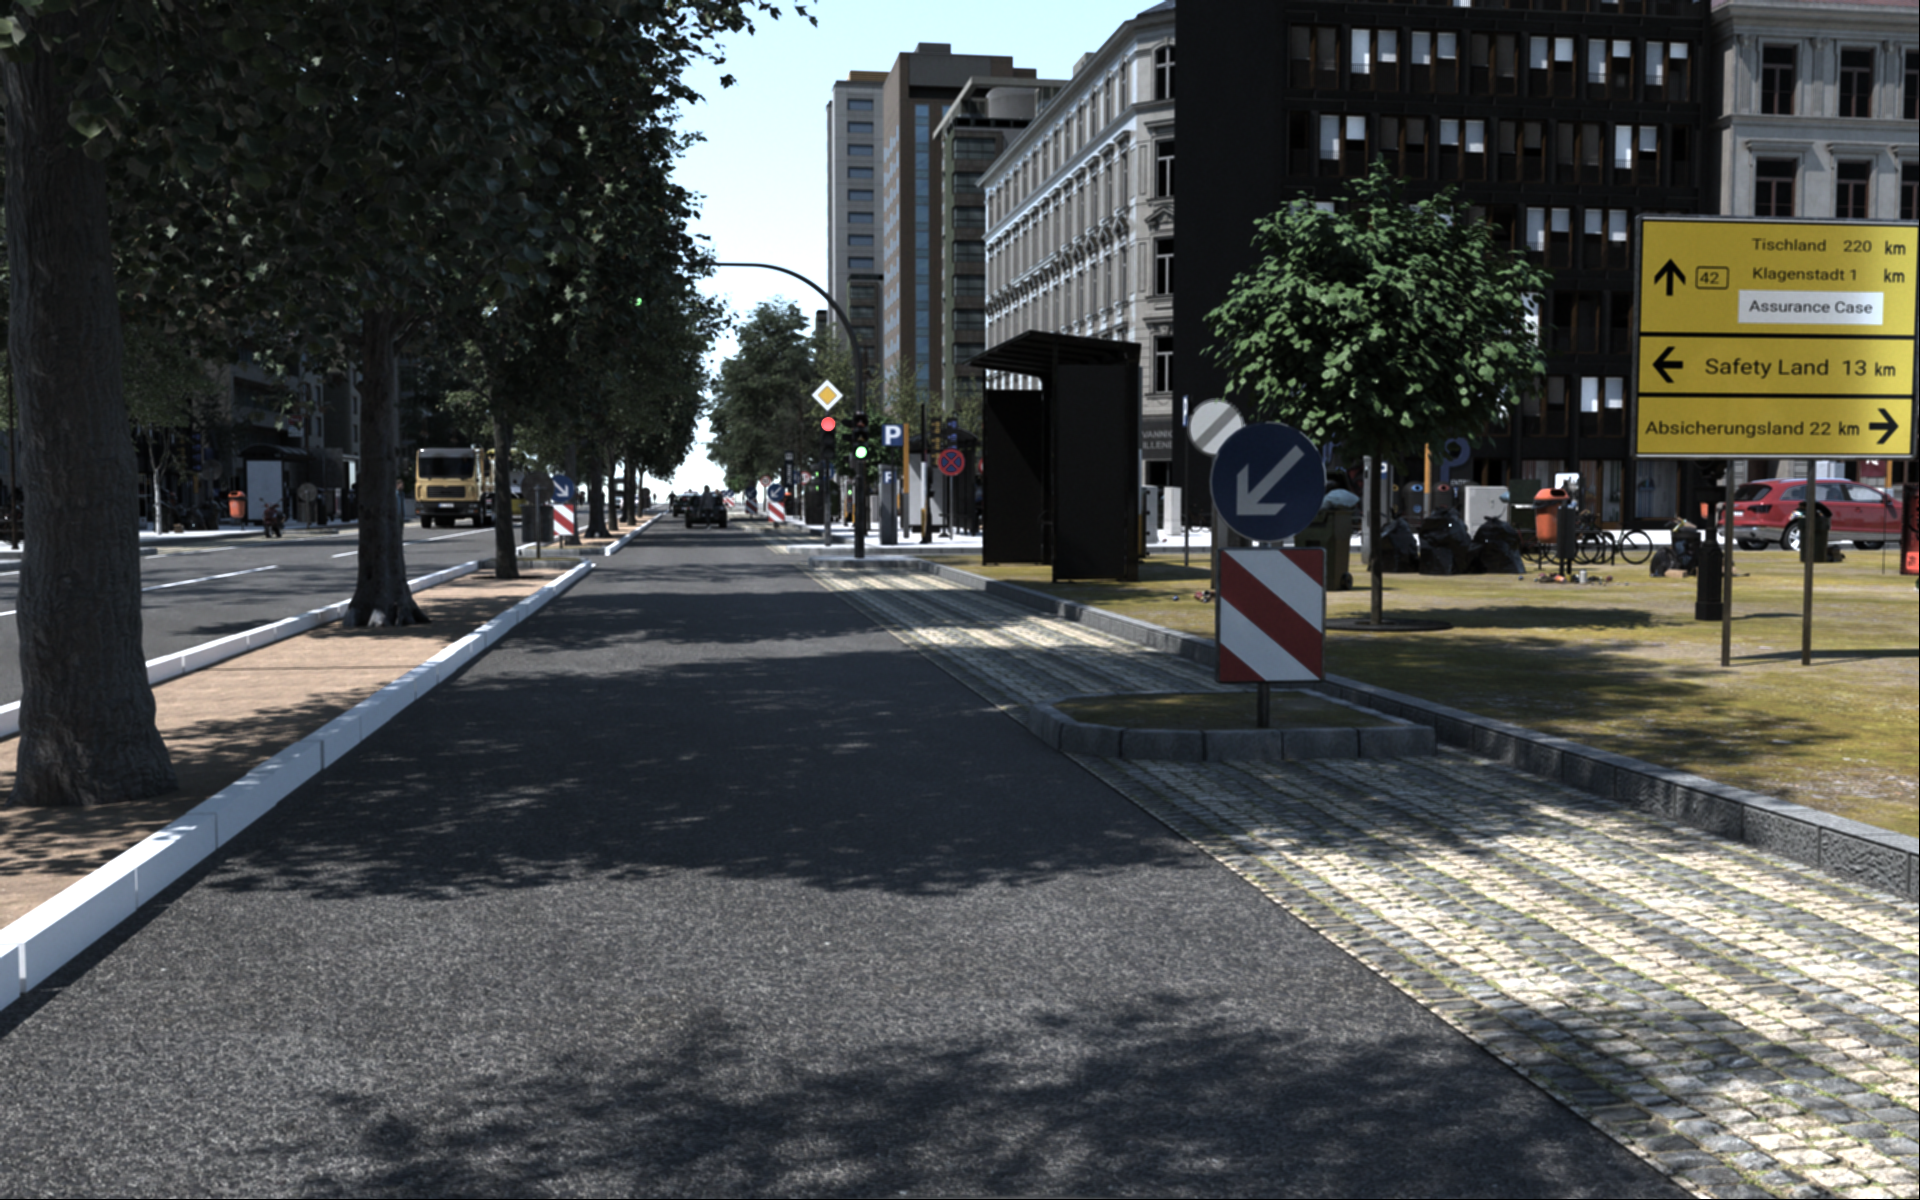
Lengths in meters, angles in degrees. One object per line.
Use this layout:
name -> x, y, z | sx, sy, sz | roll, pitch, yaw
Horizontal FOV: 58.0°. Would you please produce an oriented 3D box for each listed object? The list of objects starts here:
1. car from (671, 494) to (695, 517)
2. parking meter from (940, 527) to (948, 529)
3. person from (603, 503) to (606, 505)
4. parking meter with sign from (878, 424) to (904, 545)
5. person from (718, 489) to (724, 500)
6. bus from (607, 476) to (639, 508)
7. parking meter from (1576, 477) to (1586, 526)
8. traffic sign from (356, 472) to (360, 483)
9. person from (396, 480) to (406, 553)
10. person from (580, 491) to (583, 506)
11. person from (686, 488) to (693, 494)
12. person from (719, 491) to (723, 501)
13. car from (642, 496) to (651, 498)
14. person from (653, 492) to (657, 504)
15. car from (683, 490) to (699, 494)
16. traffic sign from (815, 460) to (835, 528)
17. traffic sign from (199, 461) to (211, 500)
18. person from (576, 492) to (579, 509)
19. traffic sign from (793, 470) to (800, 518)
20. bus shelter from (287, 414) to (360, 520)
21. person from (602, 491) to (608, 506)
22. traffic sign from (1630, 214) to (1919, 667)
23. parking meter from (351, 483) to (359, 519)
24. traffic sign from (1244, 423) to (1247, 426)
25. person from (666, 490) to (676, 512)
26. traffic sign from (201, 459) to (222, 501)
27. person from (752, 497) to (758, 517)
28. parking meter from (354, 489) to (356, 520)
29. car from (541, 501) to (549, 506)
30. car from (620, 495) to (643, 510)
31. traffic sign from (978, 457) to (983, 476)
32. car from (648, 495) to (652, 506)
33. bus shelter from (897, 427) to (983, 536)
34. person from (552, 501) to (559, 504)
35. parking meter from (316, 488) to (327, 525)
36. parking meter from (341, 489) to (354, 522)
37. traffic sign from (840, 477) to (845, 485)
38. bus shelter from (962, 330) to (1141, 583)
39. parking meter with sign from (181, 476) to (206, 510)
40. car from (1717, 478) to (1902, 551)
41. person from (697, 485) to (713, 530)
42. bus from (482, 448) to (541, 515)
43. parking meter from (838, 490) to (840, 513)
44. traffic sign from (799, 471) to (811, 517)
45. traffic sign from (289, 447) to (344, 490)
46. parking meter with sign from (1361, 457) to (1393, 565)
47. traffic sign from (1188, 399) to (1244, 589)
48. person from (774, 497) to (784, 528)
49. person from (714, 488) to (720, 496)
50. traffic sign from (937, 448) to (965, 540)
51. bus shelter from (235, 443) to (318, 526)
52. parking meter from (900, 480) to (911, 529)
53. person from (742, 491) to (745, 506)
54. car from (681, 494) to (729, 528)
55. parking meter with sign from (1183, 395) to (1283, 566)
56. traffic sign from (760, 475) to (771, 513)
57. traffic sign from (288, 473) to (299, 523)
car -> -17.196, -6.074, 109.103 | 2.009, 1.686, 4.222 | 0, 4, -8
parking meter -> -0.614, -3.596, 64.498 | 0.399, 1.863, 0.255 | -3, 5, -41
person -> -47.609, -13.639, 231.513 | 0.705, 1.822, 1.348 | 2, 4, 35
parking meter with sign -> -1.809, -2.925, 44.086 | 0.543, 3.016, 1.738 | -1, 4, -9
person -> -22.293, -9.249, 159.359 | 1.348, 1.869, 0.705 | -3, 5, -40
bus -> -33.237, -10.832, 171.956 | 2.948, 3.499, 13.247 | -1, 4, -9
parking meter -> 21.171, -3.277, 59.291 | 0.399, 1.863, 0.255 | 0, 4, 5
traffic sign -> -33.741, -5.982, 97.919 | 0.768, 2.556, 0.104 | 0, 4, -4
person -> -13.692, -2.035, 42.115 | 0.444, 1.785, 0.601 | 2, 4, 24
person -> -46.041, -12.366, 210.643 | 0.705, 1.831, 1.348 | -2, 4, -25
person -> -17.622, -6.381, 113.031 | 0.606, 1.804, 0.583 | 0, 4, -8
person -> -19.813, -8.207, 143.600 | 0.530, 1.710, 0.541 | 1, 4, 18
car -> -36.828, -11.695, 200.259 | 2.155, 1.783, 4.494 | 0, 4, -8
person -> -43.658, -14.601, 247.759 | 0.617, 1.759, 0.750 | -1, 4, -21
car -> -28.291, -10.607, 182.104 | 2.281, 1.827, 5.304 | -1, 4, -9
traffic sign -> -5.104, -4.001, 65.514 | 0.768, 2.556, 0.104 | 0, 4, -6
traffic sign -> -28.037, -3.950, 64.685 | 0.768, 2.556, 0.104 | 0, 4, 0
person -> -36.875, -9.561, 166.284 | 0.415, 1.643, 0.593 | 3, 5, 42
traffic sign -> -8.790, -5.611, 91.840 | 0.768, 2.556, 0.104 | 0, 4, -8
bus shelter -> -33.067, -6.863, 89.835 | 2.179, 5.291, 8.768 | -1, 4, -9
person -> -43.344, -12.364, 210.670 | 0.705, 1.822, 1.348 | 2, 4, 34
traffic sign -> 6.017, -1.159, 12.821 | 2.265, 3.308, 0.079 | 0, 4, -7
parking meter -> -31.481, -5.168, 90.211 | 0.399, 1.863, 0.255 | 3, 5, 39
traffic sign -> 4.755, -1.836, 30.125 | 0.768, 2.556, 0.104 | 0, 4, -7
person -> -22.605, -7.761, 135.940 | 0.990, 1.755, 0.434 | -1, 4, -15
traffic sign -> -27.417, -3.875, 63.468 | 0.768, 2.556, 0.104 | 0, 4, -7
person -> -12.984, -6.124, 109.631 | 0.522, 1.701, 0.512 | -1, 4, -12
parking meter -> -30.241, -4.748, 86.048 | 0.372, 1.533, 0.369 | 0, 3, 0
car -> -29.711, -6.841, 120.895 | 2.155, 1.783, 4.494 | -1, 4, -8
car -> -29.211, -8.681, 154.290 | 2.083, 1.381, 4.827 | 0, 4, -7
traffic sign -> 0.965, -3.433, 56.236 | 0.768, 2.556, 0.104 | 0, 4, 1
car -> -38.713, -12.256, 212.386 | 2.014, 1.417, 4.499 | -1, 4, -10
bus shelter -> -0.668, -3.717, 54.704 | 2.014, 3.302, 5.546 | -1, 4, -9
person -> -34.971, -8.504, 150.767 | 0.991, 1.433, 0.599 | -1, 4, -13
parking meter -> -26.252, -3.842, 71.222 | 0.372, 1.533, 0.369 | 0, 3, 0
parking meter -> -28.123, -4.333, 79.257 | 0.372, 1.533, 0.369 | 0, 3, 0
traffic sign -> -6.737, -6.348, 103.797 | 0.884, 2.594, 0.081 | 0, 4, -5
bus shelter -> 1.367, -2.247, 28.014 | 1.731, 3.624, 6.357 | -1, 4, -9
parking meter with sign -> -32.629, -4.750, 73.926 | 0.543, 3.016, 1.738 | 1, 4, 22
car -> 21.246, -2.051, 42.208 | 5.304, 1.827, 2.281 | -1, 4, -9
person -> -10.112, -3.682, 68.887 | 0.709, 1.800, 0.728 | -2, 4, -33
bus -> -24.795, -6.361, 95.549 | 2.896, 3.916, 12.252 | -1, 4, -10
parking meter -> -7.451, -5.917, 105.158 | 0.372, 1.533, 0.369 | 0, 3, 0
traffic sign -> -8.628, -5.878, 96.206 | 0.768, 2.556, 0.104 | 0, 4, -2
traffic sign -> -28.146, -5.007, 75.733 | 2.265, 3.308, 0.079 | -1, 4, -8
parking meter with sign -> 7.624, -2.154, 31.480 | 0.543, 3.016, 1.738 | 0, 4, 2
traffic sign -> 3.424, -1.418, 23.285 | 0.768, 2.556, 0.104 | 0, 4, -4
person -> -7.684, -3.965, 73.514 | 0.466, 1.800, 0.511 | 0, 4, 2
person -> -14.317, -5.677, 101.740 | 0.576, 1.772, 0.534 | 0, 4, -7
traffic sign -> -0.244, -2.937, 48.127 | 0.768, 2.556, 0.104 | 0, 4, -2
bus shelter -> -28.272, -4.766, 71.853 | 2.014, 3.302, 5.546 | -1, 4, -9
parking meter -> -2.021, -3.579, 64.231 | 0.399, 1.863, 0.255 | 3, 5, 39
person -> -24.512, -11.450, 195.726 | 0.705, 1.822, 1.348 | 0, 4, -6
car -> -10.885, -3.931, 74.063 | 2.009, 1.686, 4.222 | -1, 4, -10
parking meter with sign -> 4.858, -2.111, 30.780 | 1.738, 3.016, 0.543 | 0, 4, -2
traffic sign -> -13.192, -7.186, 117.597 | 0.768, 2.556, 0.104 | 0, 4, -7
traffic sign -> -29.679, -4.737, 77.552 | 0.768, 2.556, 0.104 | 0, 4, -1
